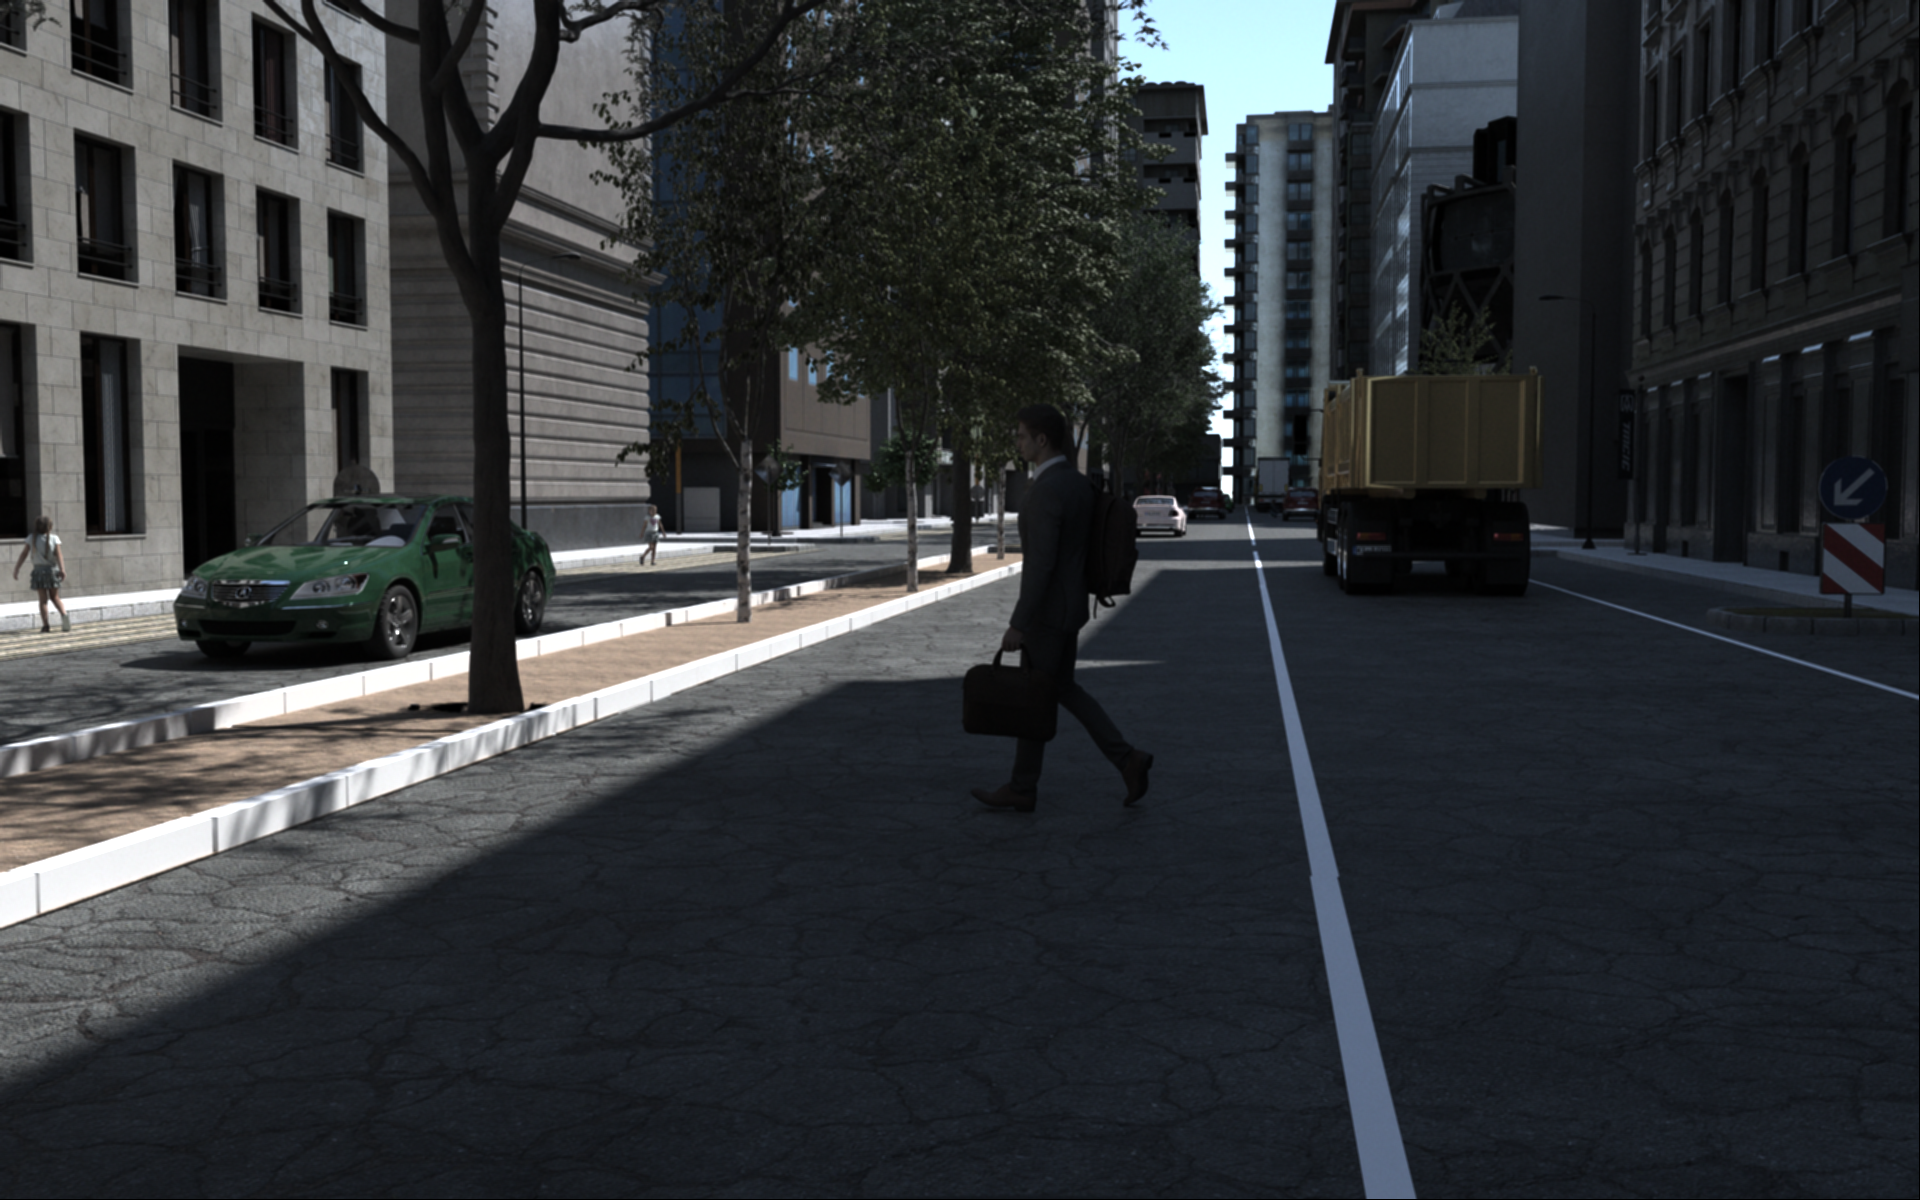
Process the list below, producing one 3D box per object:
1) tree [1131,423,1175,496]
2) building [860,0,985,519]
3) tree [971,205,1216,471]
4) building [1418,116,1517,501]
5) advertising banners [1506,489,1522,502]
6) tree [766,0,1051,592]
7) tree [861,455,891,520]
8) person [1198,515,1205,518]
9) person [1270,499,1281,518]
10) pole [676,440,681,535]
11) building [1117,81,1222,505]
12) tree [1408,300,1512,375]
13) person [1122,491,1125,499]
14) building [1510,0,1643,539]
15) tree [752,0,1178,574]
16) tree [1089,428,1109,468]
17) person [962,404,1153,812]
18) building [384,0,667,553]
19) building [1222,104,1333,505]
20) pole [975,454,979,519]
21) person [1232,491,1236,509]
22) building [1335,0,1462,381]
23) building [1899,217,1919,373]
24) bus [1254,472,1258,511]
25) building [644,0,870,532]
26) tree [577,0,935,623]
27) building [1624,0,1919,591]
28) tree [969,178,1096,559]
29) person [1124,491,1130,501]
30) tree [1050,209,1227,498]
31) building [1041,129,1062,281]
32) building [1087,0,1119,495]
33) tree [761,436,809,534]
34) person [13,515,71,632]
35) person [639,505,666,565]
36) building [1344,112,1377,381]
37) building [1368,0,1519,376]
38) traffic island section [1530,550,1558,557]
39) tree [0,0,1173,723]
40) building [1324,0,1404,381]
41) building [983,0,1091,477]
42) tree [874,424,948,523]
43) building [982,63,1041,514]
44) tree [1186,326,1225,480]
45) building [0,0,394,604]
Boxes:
[{"bbox_3d":[11.573,-9.066,101.055,4.360,8.622,3.978,0,3,0],"label":"tree"},{"bbox_3d":[-6.614,-25.100,93.976,14.154,41.232,14.086,1,4,9],"label":"building"},{"bbox_3d":[3.760,-7.157,53.881,8.767,10.594,7.601,1,4,9],"label":"tree"},{"bbox_3d":[30.735,-13.217,83.555,16.820,18.784,16.811,1,4,9],"label":"building"},{"bbox_3d":[15.515,-3.185,48.269,0.090,3.025,2.074,0,4,4],"label":"advertising banners"},{"bbox_3d":[-0.688,-4.396,24.686,4.737,8.622,4.395,0,3,0],"label":"tree"},{"bbox_3d":[-4.211,-5.603,86.202,1.663,3.219,1.824,0,3,0],"label":"tree"},{"bbox_3d":[14.710,-5.902,105.205,0.606,1.804,0.583,-2,4,-29],"label":"person"},{"bbox_3d":[19.238,-5.590,105.390,0.738,1.151,1.012,3,4,38],"label":"person"},{"bbox_3d":[-8.924,-3.733,54.881,0.158,3.312,0.155,0,3,0],"label":"pole"},{"bbox_3d":[19.864,-38.774,223.199,27.495,52.752,28.713,1,4,9],"label":"building"},{"bbox_3d":[19.360,-7.126,66.879,4.737,8.622,4.395,0,3,0],"label":"tree"},{"bbox_3d":[14.789,-9.004,156.452,0.721,1.736,1.217,0,4,-5],"label":"person"},{"bbox_3d":[30.197,-15.821,52.177,24.014,27.812,14.314,1,4,9],"label":"building"},{"bbox_3d":[-0.021,-6.769,31.250,7.486,12.596,7.792,0,3,0],"label":"tree"},{"bbox_3d":[13.729,-13.973,178.819,4.737,8.622,4.395,0,3,0],"label":"tree"},{"bbox_3d":[0.449,0.042,7.770,0.822,1.834,0.622,1,4,10],"label":"person"},{"bbox_3d":[-17.785,-12.950,40.605,19.941,23.489,11.050,1,4,9],"label":"building"},{"bbox_3d":[48.184,-36.421,215.086,30.456,49.044,23.786,1,4,9],"label":"building"},{"bbox_3d":[0.875,-5.722,87.401,0.158,3.312,0.155,0,3,0],"label":"pole"},{"bbox_3d":[26.370,-9.601,166.196,0.721,1.743,1.217,1,4,15],"label":"person"},{"bbox_3d":[44.997,-30.503,153.347,22.147,44.769,28.867,1,4,9],"label":"building"},{"bbox_3d":[16.497,-11.442,6.150,14.314,24.678,30.058,1,4,9],"label":"building"},{"bbox_3d":[27.188,-9.787,151.559,2.896,3.916,12.252,1,4,10],"label":"bus"},{"bbox_3d":[-11.677,-25.372,64.943,14.600,45.320,14.200,1,4,9],"label":"building"},{"bbox_3d":[-2.374,-4.062,19.228,4.360,8.622,3.978,0,3,0],"label":"tree"},{"bbox_3d":[18.716,-11.082,30.337,9.793,20.994,18.267,1,4,9],"label":"building"},{"bbox_3d":[0.912,-5.196,37.776,4.360,8.622,3.978,0,3,0],"label":"tree"},{"bbox_3d":[16.855,-10.129,174.833,0.721,1.735,1.217,-1,4,-18],"label":"person"},{"bbox_3d":[5.817,-8.212,62.478,9.928,11.665,9.643,0,3,0],"label":"tree"},{"bbox_3d":[0.130,-22.165,134.091,14.160,30.474,14.107,1,4,9],"label":"building"},{"bbox_3d":[6.499,-46.025,190.757,20.611,71.187,20.563,1,4,9],"label":"building"},{"bbox_3d":[-5.920,-3.719,55.412,1.663,3.219,1.824,0,3,0],"label":"tree"},{"bbox_3d":[-9.440,-0.262,17.800,0.505,1.210,0.382,-2,4,-30],"label":"person"},{"bbox_3d":[-6.171,-1.302,34.799,0.505,1.210,0.382,-3,4,-39],"label":"person"},{"bbox_3d":[36.717,-22.117,133.315,14.160,30.474,14.107,1,4,9],"label":"building"},{"bbox_3d":[31.796,-20.130,106.618,11.434,29.767,29.804,1,4,9],"label":"building"},{"bbox_3d":[12.816,-1.137,40.873,2.009,0.180,2.903,1,4,9],"label":"traffic island section"},{"bbox_3d":[-3.041,-5.993,10.809,12.009,13.543,11.850,0,3,0],"label":"tree"},{"bbox_3d":[53.048,-36.184,180.844,28.713,52.752,27.495,1,4,9],"label":"building"},{"bbox_3d":[3.595,-30.477,148.410,14.600,45.320,14.200,1,4,9],"label":"building"},{"bbox_3d":[-2.230,-5.773,78.109,4.285,4.588,4.351,0,3,0],"label":"tree"},{"bbox_3d":[-2.619,-21.058,116.001,14.160,30.474,14.107,1,4,9],"label":"building"},{"bbox_3d":[10.373,-10.594,93.804,7.486,12.596,7.792,0,3,0],"label":"tree"},{"bbox_3d":[-16.117,-10.201,21.541,10.420,20.320,16.860,1,4,9],"label":"building"}]
